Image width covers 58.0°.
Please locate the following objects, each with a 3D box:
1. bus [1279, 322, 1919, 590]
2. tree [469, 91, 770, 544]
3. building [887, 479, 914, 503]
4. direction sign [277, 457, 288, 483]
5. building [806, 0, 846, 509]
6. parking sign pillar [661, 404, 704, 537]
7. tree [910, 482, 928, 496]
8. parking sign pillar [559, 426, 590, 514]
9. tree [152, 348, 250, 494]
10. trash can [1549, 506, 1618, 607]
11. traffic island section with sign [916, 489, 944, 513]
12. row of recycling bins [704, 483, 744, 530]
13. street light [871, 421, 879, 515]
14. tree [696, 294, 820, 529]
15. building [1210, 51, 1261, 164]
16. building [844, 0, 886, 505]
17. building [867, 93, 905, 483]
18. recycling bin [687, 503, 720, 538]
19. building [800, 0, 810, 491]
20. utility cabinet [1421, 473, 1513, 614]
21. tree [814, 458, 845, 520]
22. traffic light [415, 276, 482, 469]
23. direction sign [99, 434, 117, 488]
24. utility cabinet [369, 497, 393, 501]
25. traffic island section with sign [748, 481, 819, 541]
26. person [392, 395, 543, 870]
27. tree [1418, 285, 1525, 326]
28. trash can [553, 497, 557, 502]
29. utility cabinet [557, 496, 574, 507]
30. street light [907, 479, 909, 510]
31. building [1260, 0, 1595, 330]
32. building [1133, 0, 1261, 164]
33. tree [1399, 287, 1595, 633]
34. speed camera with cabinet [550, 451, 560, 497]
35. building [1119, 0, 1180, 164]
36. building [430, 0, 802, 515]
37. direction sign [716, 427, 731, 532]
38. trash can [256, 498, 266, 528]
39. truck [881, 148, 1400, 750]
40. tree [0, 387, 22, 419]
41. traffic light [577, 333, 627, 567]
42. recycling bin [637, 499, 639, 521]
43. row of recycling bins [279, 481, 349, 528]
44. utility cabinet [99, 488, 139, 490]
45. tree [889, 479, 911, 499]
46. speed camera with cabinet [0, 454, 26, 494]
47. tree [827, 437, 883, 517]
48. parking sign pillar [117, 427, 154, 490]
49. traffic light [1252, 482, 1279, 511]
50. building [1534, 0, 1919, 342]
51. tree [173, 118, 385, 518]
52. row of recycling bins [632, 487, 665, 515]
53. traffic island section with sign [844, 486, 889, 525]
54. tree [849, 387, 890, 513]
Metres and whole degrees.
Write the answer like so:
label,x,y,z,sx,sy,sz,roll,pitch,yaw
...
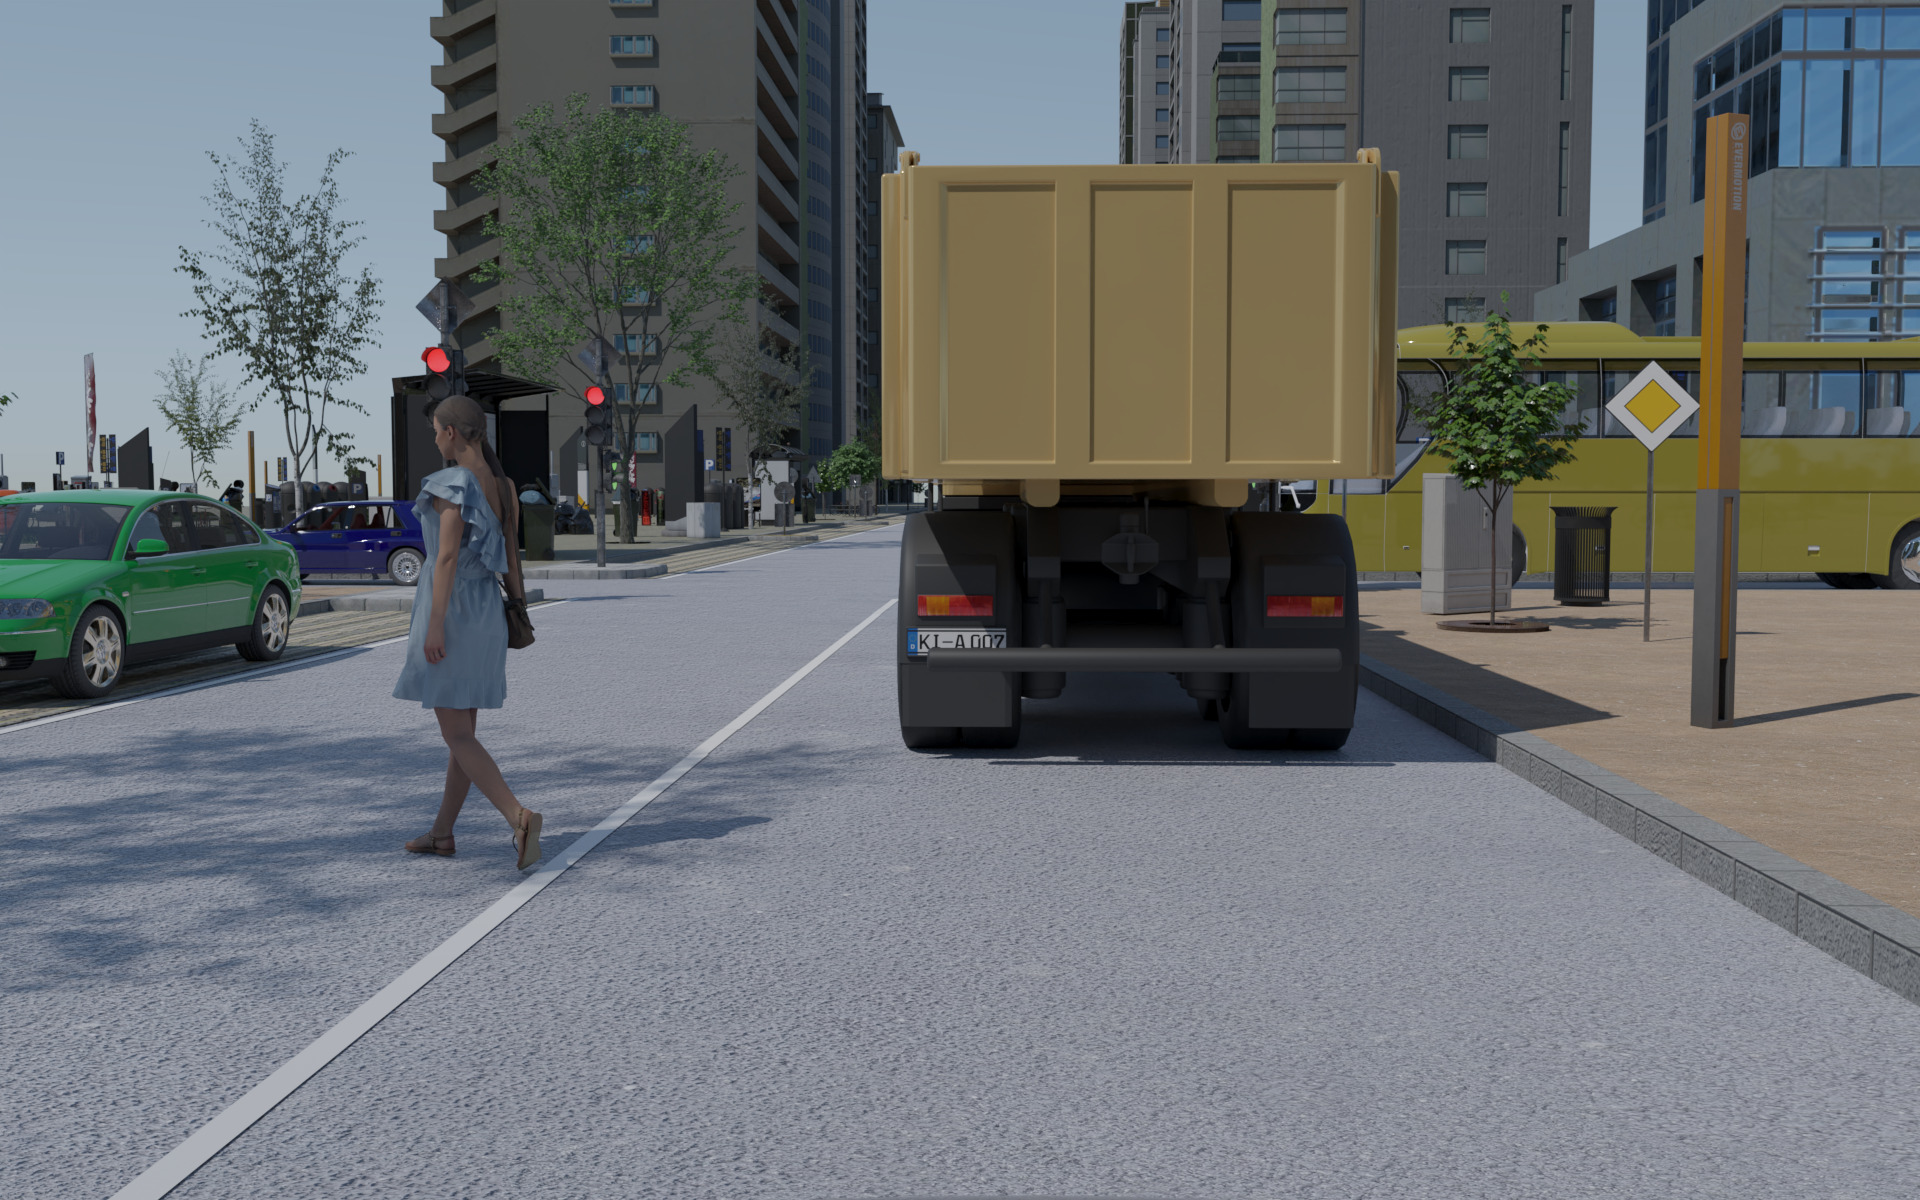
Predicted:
label,x,y,z,sx,sy,sz,roll,pitch,yaw
bus,10.652,-2.062,25.262,12.252,3.916,2.896,0,4,1
tree,-8.636,-7.265,44.542,9.928,11.665,9.643,0,3,0
building,-14.226,-29.483,253.745,14.160,30.474,14.107,0,4,2
direction sign,-41.459,-6.974,106.028,0.876,3.537,0.379,2,4,31
building,-22.352,-37.604,156.830,21.231,58.520,28.212,0,4,2
parking sign pillar,-8.342,-3.912,52.426,1.447,3.967,1.447,3,4,38
tree,-3.663,-9.892,156.337,1.663,3.219,1.824,0,3,0
parking sign pillar,-15.410,-4.938,69.212,1.447,3.967,1.447,3,4,37
tree,-38.798,-8.432,88.221,4.737,8.622,4.395,0,3,0
trash can,7.141,-0.503,19.873,0.748,1.137,0.748,0,3,0
traffic island section with sign,-2.305,-7.436,130.201,1.989,1.847,2.006,0,4,2
row of recycling bins,-8.646,-3.444,63.428,1.069,1.692,3.534,1,4,8
street light,-5.192,-8.216,107.118,0.468,5.910,1.993,0,4,2
tree,-7.396,-6.885,62.925,4.360,8.622,3.978,0,3,0
building,23.576,-21.094,116.581,14.160,30.474,14.107,0,4,2
building,-19.505,-47.061,207.704,20.563,71.187,20.611,0,4,2
building,-22.480,-39.338,232.414,28.713,52.752,27.495,0,4,2
recycling bin,-7.489,-2.326,50.582,0.722,1.027,0.722,2,4,35
building,-19.657,-27.636,135.448,14.154,41.232,14.086,0,4,2
utility cabinet,5.476,-0.610,18.646,1.173,1.500,0.318,-3,4,-37
tree,-6.696,-5.527,84.974,1.663,3.219,1.824,0,3,0
traffic light,-6.599,-2.043,22.321,0.839,4.253,0.868,0,4,2
direction sign,-32.277,-4.506,65.674,0.876,3.537,0.379,2,4,26
utility cabinet,-14.776,-2.045,44.594,1.020,1.237,0.306,2,4,34
traffic island section with sign,-5.395,-2.728,53.234,1.989,1.847,2.006,0,4,2
person,-1.875,0.113,6.747,0.778,1.811,0.616,2,4,32
tree,17.212,-6.754,60.788,4.360,8.622,3.978,0,3,0
trash can,-17.514,-3.866,74.860,0.748,1.137,0.748,0,3,0
utility cabinet,-13.078,-2.833,57.483,0.306,1.237,1.020,-2,4,-30
street light,-4.103,-9.994,136.194,0.468,5.910,1.993,0,4,2
building,21.236,-24.428,82.987,14.154,41.232,14.086,0,4,2
building,31.663,-41.003,212.397,21.231,58.520,28.212,0,4,2
tree,5.056,-1.323,16.231,1.663,3.219,1.824,0,3,0
speed camera with cabinet,-18.559,-5.267,80.453,0.660,3.252,2.038,2,4,32
building,31.584,-49.763,251.870,20.563,71.187,20.611,0,4,2
building,-22.698,-30.129,116.313,21.300,48.544,21.600,0,4,2
direction sign,-8.043,-4.095,58.954,0.379,3.537,0.876,2,4,26
trash can,-26.319,-3.295,65.522,0.748,1.137,0.748,0,3,0
truck,1.021,-1.065,13.345,3.469,3.379,9.791,0,4,2
tree,-9.243,-1.232,14.745,1.663,3.219,1.824,0,3,0
traffic light,-6.278,-2.531,30.299,0.839,4.253,0.868,0,4,2
recycling bin,-15.760,-4.270,82.366,0.722,1.027,0.722,-3,4,-38
row of recycling bins,-20.702,-2.972,55.697,1.069,1.692,3.534,1,4,13
utility cabinet,-28.639,-3.081,59.045,1.173,1.500,0.318,-1,4,-14
tree,-4.618,-12.326,151.887,4.360,8.622,3.978,0,3,0
speed camera with cabinet,-47.087,-5.587,85.679,0.660,3.252,2.038,0,4,6
tree,-5.934,-6.900,96.522,4.285,4.588,4.351,0,3,0
parking sign pillar,-33.234,-4.978,69.856,1.447,3.967,1.447,0,4,5
traffic light,3.954,-2.018,21.913,0.839,4.253,0.868,0,4,2
building,32.003,-44.643,42.584,31.000,86.520,22.319,0,4,2
tree,-13.161,-5.127,34.184,4.360,8.622,3.978,0,3,0
row of recycling bins,-18.647,-6.006,105.305,3.534,1.692,1.069,1,4,19
traffic island section with sign,-4.319,-4.376,80.168,1.989,1.847,2.006,0,4,2
tree,-5.109,-10.064,114.910,4.737,8.622,4.395,0,3,0
